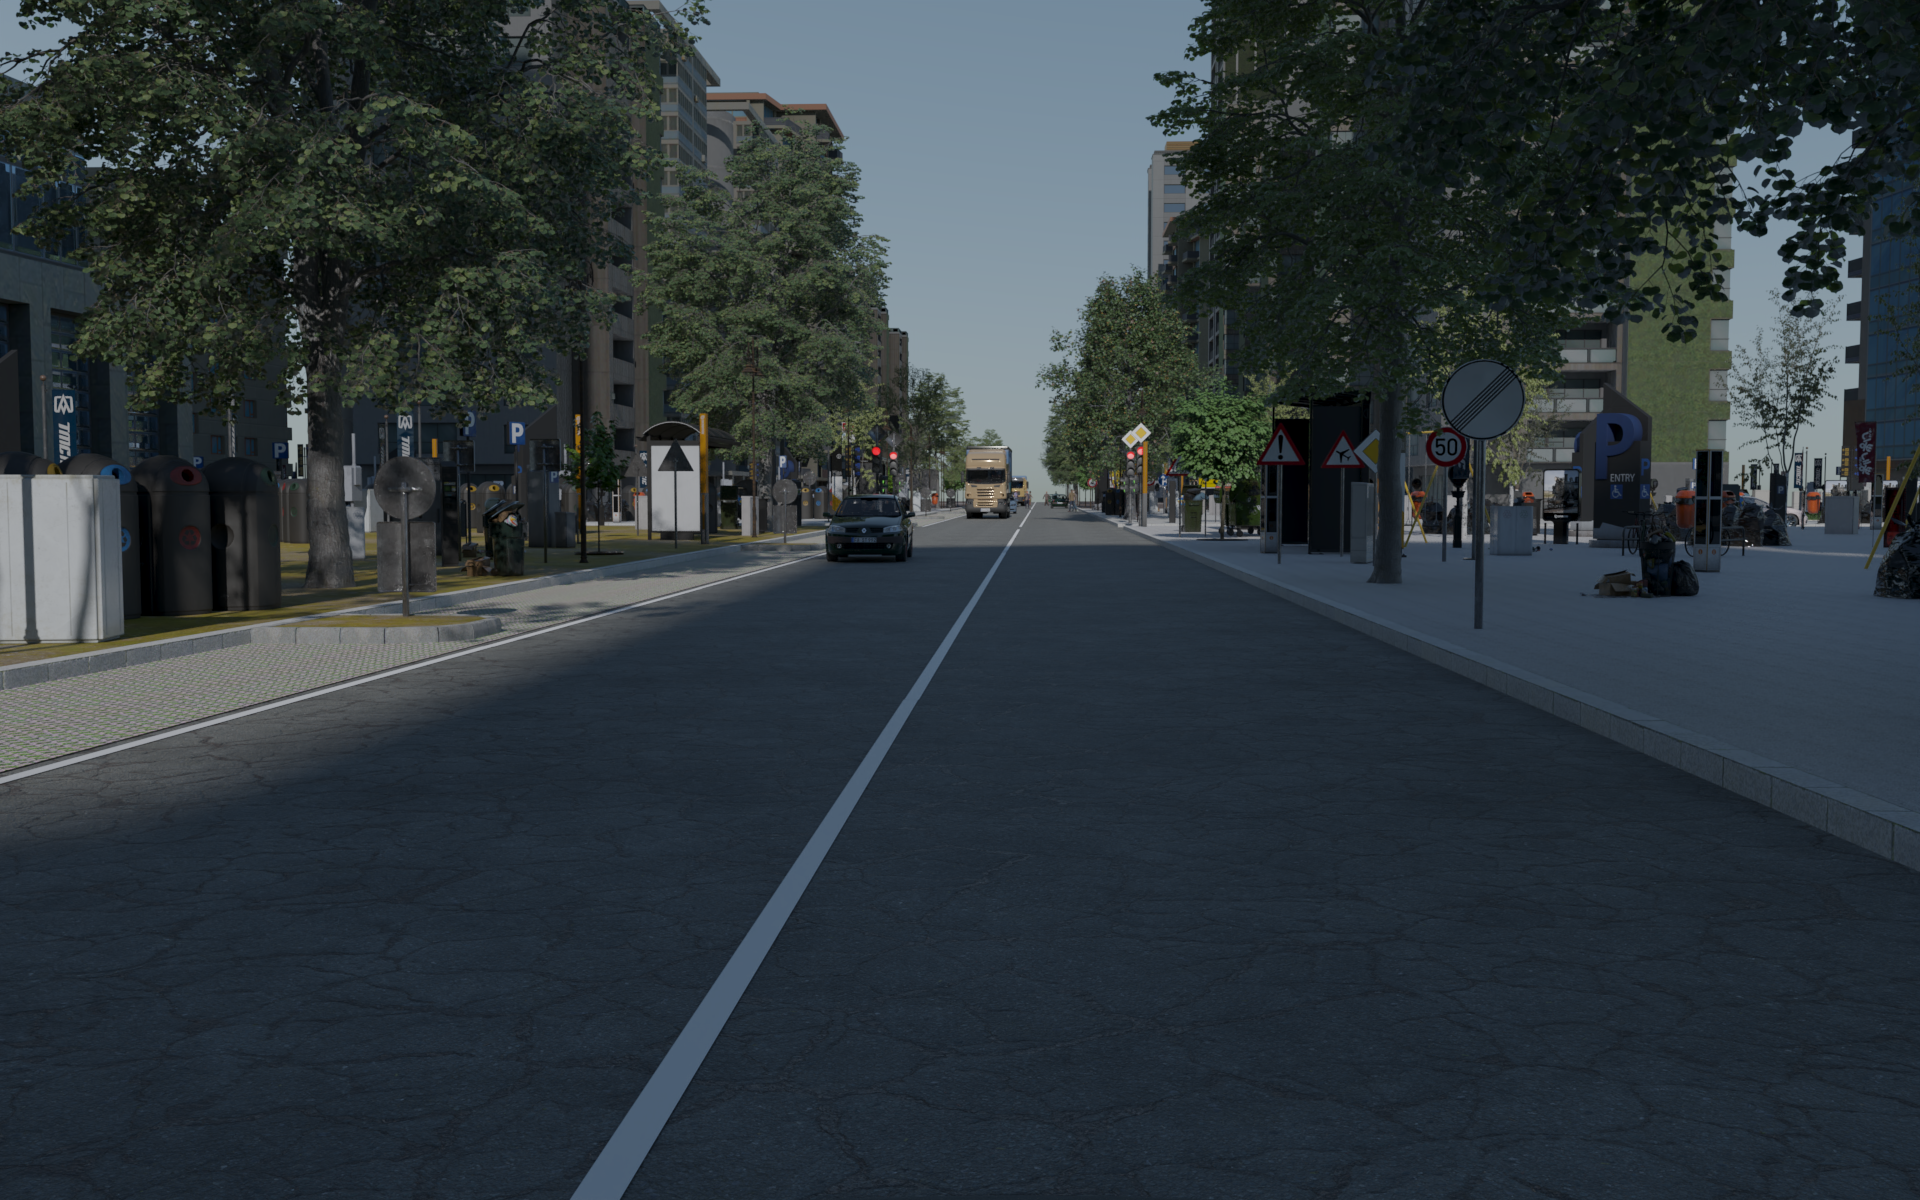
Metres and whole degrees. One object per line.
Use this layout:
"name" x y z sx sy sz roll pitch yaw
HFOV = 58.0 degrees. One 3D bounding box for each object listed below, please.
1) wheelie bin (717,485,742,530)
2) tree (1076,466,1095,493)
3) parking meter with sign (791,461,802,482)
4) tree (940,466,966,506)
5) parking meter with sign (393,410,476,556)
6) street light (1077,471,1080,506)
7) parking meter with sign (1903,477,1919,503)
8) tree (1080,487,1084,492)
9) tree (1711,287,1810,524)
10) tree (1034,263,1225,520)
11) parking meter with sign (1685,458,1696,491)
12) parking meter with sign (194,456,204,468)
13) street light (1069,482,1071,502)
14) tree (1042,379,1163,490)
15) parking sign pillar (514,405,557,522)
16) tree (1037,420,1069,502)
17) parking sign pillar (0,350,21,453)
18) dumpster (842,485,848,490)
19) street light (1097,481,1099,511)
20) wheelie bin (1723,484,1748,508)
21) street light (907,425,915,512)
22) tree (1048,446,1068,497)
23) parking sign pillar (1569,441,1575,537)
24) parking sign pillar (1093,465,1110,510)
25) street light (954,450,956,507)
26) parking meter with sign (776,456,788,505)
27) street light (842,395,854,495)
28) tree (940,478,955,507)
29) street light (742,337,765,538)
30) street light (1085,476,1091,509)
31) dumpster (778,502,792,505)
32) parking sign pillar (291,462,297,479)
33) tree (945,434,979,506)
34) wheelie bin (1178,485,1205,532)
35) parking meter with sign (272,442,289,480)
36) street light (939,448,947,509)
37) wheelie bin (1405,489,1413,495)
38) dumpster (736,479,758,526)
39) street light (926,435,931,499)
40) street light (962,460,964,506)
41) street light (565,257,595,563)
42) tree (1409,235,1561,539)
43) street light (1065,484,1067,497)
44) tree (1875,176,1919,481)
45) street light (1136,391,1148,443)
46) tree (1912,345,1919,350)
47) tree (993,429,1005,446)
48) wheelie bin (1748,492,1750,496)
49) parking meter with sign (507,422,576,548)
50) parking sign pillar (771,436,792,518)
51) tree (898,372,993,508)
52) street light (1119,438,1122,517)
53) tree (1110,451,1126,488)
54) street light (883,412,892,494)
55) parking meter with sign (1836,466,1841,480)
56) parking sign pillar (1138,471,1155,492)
"wheelie bin" -8.396 -3.357 62.798 0.980 1.594 0.693 0 4 -5
"tree" 11.996 -10.634 157.585 4.285 4.588 4.351 0 3 0
"parking meter with sign" -9.325 -5.866 92.175 1.738 3.016 0.543 -1 4 -12
"tree" -0.567 -12.106 181.639 4.285 4.588 4.351 0 3 0
"parking meter with sign" -11.015 -2.442 36.185 1.738 3.016 0.543 1 4 13
"street light" 14.125 -14.410 208.392 0.468 5.910 1.993 0 4 3
"parking meter with sign" 69.681 -7.982 126.771 1.738 3.016 0.543 0 4 -8
"tree" 13.875 -13.892 177.499 4.360 8.622 3.978 0 3 0
"tree" 28.408 -6.685 59.667 4.360 8.622 3.978 0 3 0
"tree" 8.534 -10.363 86.444 9.611 12.733 9.660 0 3 0
"parking meter with sign" 35.840 -5.415 84.791 0.543 3.016 1.738 0 4 5
"parking meter with sign" -35.406 -5.191 81.126 0.543 3.016 1.738 0 4 -5
"street light" 15.430 -16.107 236.129 0.468 5.910 1.993 0 4 3
"tree" 10.710 -11.399 120.793 7.601 10.594 8.767 2 4 24
"parking sign pillar" -12.690 -3.876 51.837 1.447 3.967 1.447 3 4 38
"tree" 17.705 -22.843 283.852 12.009 13.543 11.850 0 3 0
"parking sign pillar" -17.966 -2.655 31.875 1.447 3.967 1.447 1 4 17
"dumpster" -7.284 -6.291 108.618 1.264 1.857 1.865 0 4 3
"street light" 10.585 -9.783 132.743 0.468 5.910 1.993 0 4 3
"wheelie bin" 23.918 -2.824 54.076 0.980 1.594 0.693 1 4 18
"street light" -3.209 -8.625 113.804 0.468 5.910 1.993 0 4 3
"tree" 18.621 -22.779 298.190 9.928 11.665 9.643 0 3 0
"parking sign pillar" 19.080 -3.910 52.395 1.447 3.967 1.447 -2 4 -34
"parking sign pillar" 11.650 -9.373 141.725 1.447 3.967 1.447 3 5 42
"street light" -0.502 -12.213 172.466 0.468 5.910 1.993 0 4 3
"parking meter with sign" -8.613 -5.006 78.103 1.738 3.016 0.543 -3 5 -43
"street light" -4.955 -6.384 77.174 0.468 5.910 1.993 0 4 3
"tree" -1.121 -11.161 177.081 1.663 3.219 1.824 0 3 0
"street light" -6.075 -4.784 51.012 0.468 5.910 1.993 0 4 3
"street light" 12.417 -12.136 171.213 0.468 5.910 1.993 0 4 3
"dumpster" -8.486 -4.750 83.428 1.264 1.857 1.865 0 4 3
"parking sign pillar" -56.318 -9.673 146.627 1.447 3.967 1.447 -1 4 -19
"tree" -0.032 -14.455 186.698 4.737 8.622 4.395 0 3 0
"wheelie bin" 7.840 -3.082 58.304 0.980 1.594 0.693 0 4 -5
"parking meter with sign" -22.954 -3.752 57.605 0.543 3.016 1.738 0 4 4
"street light" -1.442 -11.087 154.051 0.468 5.910 1.993 0 4 3
"wheelie bin" 27.602 -6.040 106.662 0.693 1.594 0.980 2 4 35
"dumpster" -8.294 -3.870 69.034 1.264 1.857 1.865 0 4 3
"street light" -2.315 -9.757 132.310 0.468 5.910 1.993 0 4 3
"street light" 0.347 -13.333 190.782 0.468 5.910 1.993 0 4 3
"street light" -7.006 -3.626 32.076 0.468 5.910 1.993 0 4 3
"tree" 14.425 -6.030 48.955 4.737 8.622 4.395 0 3 0
"street light" 17.930 -19.467 291.080 0.468 5.910 1.993 0 4 3
"tree" 21.606 -5.319 37.332 4.360 8.622 3.978 0 3 0
"street light" 8.051 -6.360 76.780 0.468 5.910 1.993 0 4 3
"tree" 31.879 -8.077 50.194 7.486 12.596 7.792 0 3 0
"tree" 5.221 -23.411 300.890 7.486 12.596 7.792 0 3 0
"wheelie bin" 49.464 -6.210 109.433 0.693 1.594 0.980 -2 4 -26
"parking meter with sign" -10.009 -2.772 41.582 1.738 3.016 0.543 2 4 28
"parking sign pillar" -7.410 -4.805 67.027 1.447 3.967 1.447 0 4 1
"tree" -2.466 -14.896 161.682 7.486 12.596 7.792 0 3 0
"street light" 8.881 -7.522 95.771 0.468 5.910 1.993 0 4 3
"tree" 11.543 -10.881 128.271 4.737 8.622 4.395 0 3 0
"street light" -4.017 -7.504 95.486 0.468 5.910 1.993 0 4 3
"parking meter with sign" 55.502 -6.864 108.482 0.543 3.016 1.738 0 4 2
"parking sign pillar" 14.194 -8.770 131.860 1.447 3.967 1.447 -1 4 -11
